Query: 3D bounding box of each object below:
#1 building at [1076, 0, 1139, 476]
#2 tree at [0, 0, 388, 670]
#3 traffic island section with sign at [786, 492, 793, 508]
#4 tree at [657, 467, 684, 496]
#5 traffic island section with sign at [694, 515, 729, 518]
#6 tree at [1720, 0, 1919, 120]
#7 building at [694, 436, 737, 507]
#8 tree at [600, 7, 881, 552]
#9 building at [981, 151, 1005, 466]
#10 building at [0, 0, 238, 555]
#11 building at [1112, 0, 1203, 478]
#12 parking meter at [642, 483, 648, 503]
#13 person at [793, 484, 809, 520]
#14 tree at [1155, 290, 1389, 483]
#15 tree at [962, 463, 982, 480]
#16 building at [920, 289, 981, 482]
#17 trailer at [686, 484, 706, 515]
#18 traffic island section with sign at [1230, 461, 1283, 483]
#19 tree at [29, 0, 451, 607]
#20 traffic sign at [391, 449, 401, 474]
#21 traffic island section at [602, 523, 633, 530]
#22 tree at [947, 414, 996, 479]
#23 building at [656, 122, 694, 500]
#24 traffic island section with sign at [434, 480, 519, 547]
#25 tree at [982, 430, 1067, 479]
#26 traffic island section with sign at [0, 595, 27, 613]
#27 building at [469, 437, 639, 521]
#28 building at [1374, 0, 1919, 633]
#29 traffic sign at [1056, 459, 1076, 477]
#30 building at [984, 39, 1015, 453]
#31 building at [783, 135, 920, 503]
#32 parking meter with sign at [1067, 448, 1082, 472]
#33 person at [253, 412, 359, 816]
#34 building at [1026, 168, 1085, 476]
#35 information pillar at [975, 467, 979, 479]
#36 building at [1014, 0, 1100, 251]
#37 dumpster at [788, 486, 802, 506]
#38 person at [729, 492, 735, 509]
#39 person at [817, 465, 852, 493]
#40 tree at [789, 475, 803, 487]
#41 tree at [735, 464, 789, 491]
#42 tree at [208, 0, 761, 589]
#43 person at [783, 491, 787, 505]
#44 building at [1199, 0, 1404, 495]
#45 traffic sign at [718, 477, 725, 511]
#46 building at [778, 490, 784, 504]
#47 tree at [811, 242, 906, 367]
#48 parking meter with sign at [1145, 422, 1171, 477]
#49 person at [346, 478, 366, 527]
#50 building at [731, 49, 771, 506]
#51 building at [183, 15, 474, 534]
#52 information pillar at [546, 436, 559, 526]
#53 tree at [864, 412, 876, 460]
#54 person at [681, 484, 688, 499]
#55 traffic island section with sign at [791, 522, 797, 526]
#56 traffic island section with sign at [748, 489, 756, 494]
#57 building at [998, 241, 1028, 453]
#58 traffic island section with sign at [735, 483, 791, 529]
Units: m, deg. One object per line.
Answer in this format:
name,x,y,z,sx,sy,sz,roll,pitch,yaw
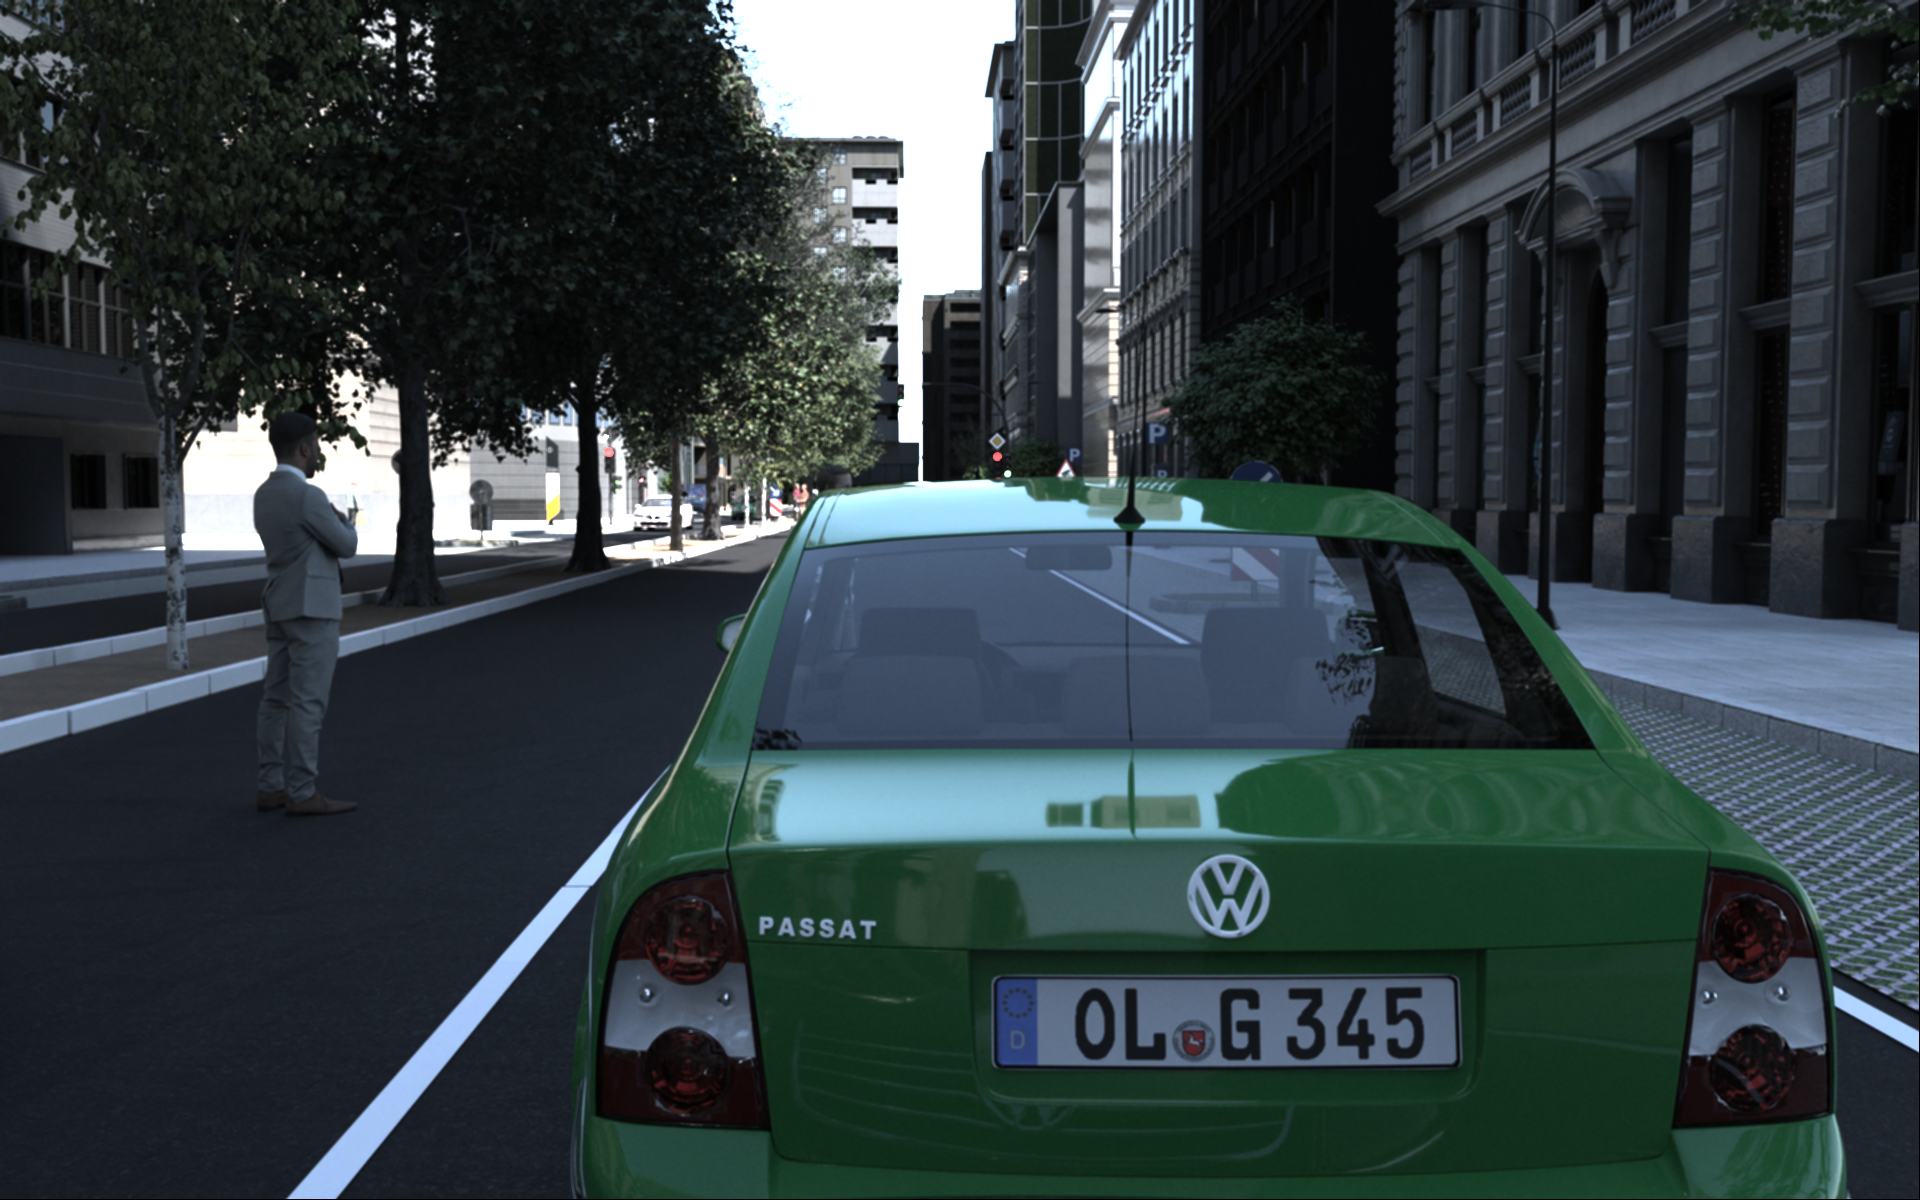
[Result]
building,16.472,-18.439,87.390,20.117,28.700,13.634,0,4,-2
tree,-6.312,-3.717,13.585,4.737,8.622,4.395,0,3,0
traffic island section with sign,-17.118,-10.523,180.675,1.989,1.847,2.006,0,4,-2
tree,-18.249,-7.023,109.427,1.663,3.219,1.824,0,3,0
traffic island section with sign,-14.926,-5.843,104.160,1.989,1.847,2.006,0,4,-2
tree,6.852,-5.128,9.594,9.928,11.665,9.643,0,3,0
building,-32.862,-31.389,167.834,22.147,44.769,28.867,0,4,-2
tree,-7.034,-7.939,42.628,12.009,13.543,11.850,0,3,0
building,9.813,-34.913,220.937,14.600,45.320,14.200,0,4,-2
building,-24.312,-12.734,27.274,14.314,24.678,30.058,0,4,-2
building,11.167,-12.899,60.056,9.793,20.994,18.267,0,4,-2
parking meter,-16.487,-5.192,90.601,0.255,1.863,0.399,-1,4,-21
person,-6.035,-3.482,65.412,0.580,1.828,0.573,-2,4,-24
tree,5.218,-2.714,28.081,4.285,4.588,4.351,0,3,0
tree,3.050,-7.996,114.454,4.285,4.588,4.351,0,3,0
building,1.467,-29.066,246.932,14.107,30.474,14.160,0,4,-2
trailer,-14.728,-5.481,96.669,1.471,1.999,3.904,0,4,-1
traffic island section with sign,3.383,-0.776,21.311,1.989,1.847,2.006,0,4,-2
tree,-7.014,-6.275,22.062,9.611,12.733,9.660,0,3,0
traffic sign,-15.582,-2.965,48.577,0.768,2.556,0.104,0,4,6
traffic island section,-14.286,-2.967,70.793,2.009,0.180,2.903,0,4,-2
tree,1.404,-12.668,157.482,4.360,8.622,3.978,0,3,0
building,-31.311,-49.927,128.981,22.319,86.520,31.000,0,4,-2
traffic island section with sign,-13.303,-2.400,47.866,1.989,1.847,2.006,0,4,-2
tree,4.250,-6.758,94.204,4.285,4.588,4.351,0,3,0
traffic island section with sign,-12.535,-0.752,20.922,1.989,1.847,2.006,0,4,-2
building,-29.017,-33.661,92.350,21.231,58.520,28.212,0,4,-2
building,13.411,-11.922,23.804,11.050,23.489,19.941,0,4,-2
traffic sign,3.897,-3.890,63.610,0.884,2.594,0.081,0,4,2
building,17.681,-37.363,200.118,28.713,52.752,27.495,0,4,-2
building,-19.670,-40.611,253.224,27.495,52.752,28.713,0,4,-2
parking meter with sign,4.131,-4.278,66.202,0.543,3.016,1.738,-1,4,-13
person,-2.942,0.050,7.865,0.511,1.800,0.466,2,4,28
building,12.582,-18.378,119.540,14.314,24.678,30.058,0,4,-2
information pillar,1.514,-9.774,151.164,0.183,3.616,0.504,2,4,35
building,14.118,-45.085,175.387,20.563,71.187,20.611,0,4,-2
dumpster,-17.422,-11.014,185.027,1.985,2.255,1.502,0,4,-2
person,-19.380,-8.671,148.207,0.834,1.777,0.661,0,4,1
person,-0.750,0.002,10.273,0.330,1.601,0.589,2,4,24
tree,-20.113,-13.470,203.940,4.285,4.588,4.351,0,3,0
tree,-19.171,-11.184,166.576,4.285,4.588,4.351,0,3,0
tree,-6.859,-6.868,31.764,9.611,12.733,9.660,0,3,0
person,-21.556,-12.620,213.090,0.721,1.736,1.217,-1,4,-23
building,13.314,-12.986,41.996,12.332,23.373,15.834,0,4,-2
traffic sign,-17.890,-7.895,129.191,0.768,2.556,0.104,0,4,6
building,-33.499,-36.251,216.406,21.600,48.544,21.300,0,4,-2
tree,-10.483,-15.988,119.754,12.611,20.169,13.585,0,3,0
parking meter with sign,4.767,-2.756,41.327,0.543,3.016,1.738,0,4,1
person,-18.169,-2.774,51.880,0.782,1.767,0.515,3,4,37
building,-32.806,-34.814,192.917,21.300,48.544,21.600,0,4,-2
building,-29.978,-16.704,60.495,23.554,28.519,14.401,0,4,-2
information pillar,-16.415,-4.795,69.749,0.504,3.616,0.183,-1,4,-8
tree,-10.185,-12.871,131.018,7.486,12.596,7.792,0,3,0
person,-13.376,-4.602,83.109,0.474,1.900,0.648,2,4,29
traffic island section with sign,-8.351,-4.310,78.607,2.006,1.907,1.989,0,4,-2
traffic island section with sign,-15.687,-7.491,131.104,1.989,1.847,2.006,0,4,-2
building,9.168,-19.311,144.619,11.050,23.489,19.941,0,4,-2
traffic island section with sign,-8.147,-3.857,71.203,2.006,1.907,1.989,0,4,-2
